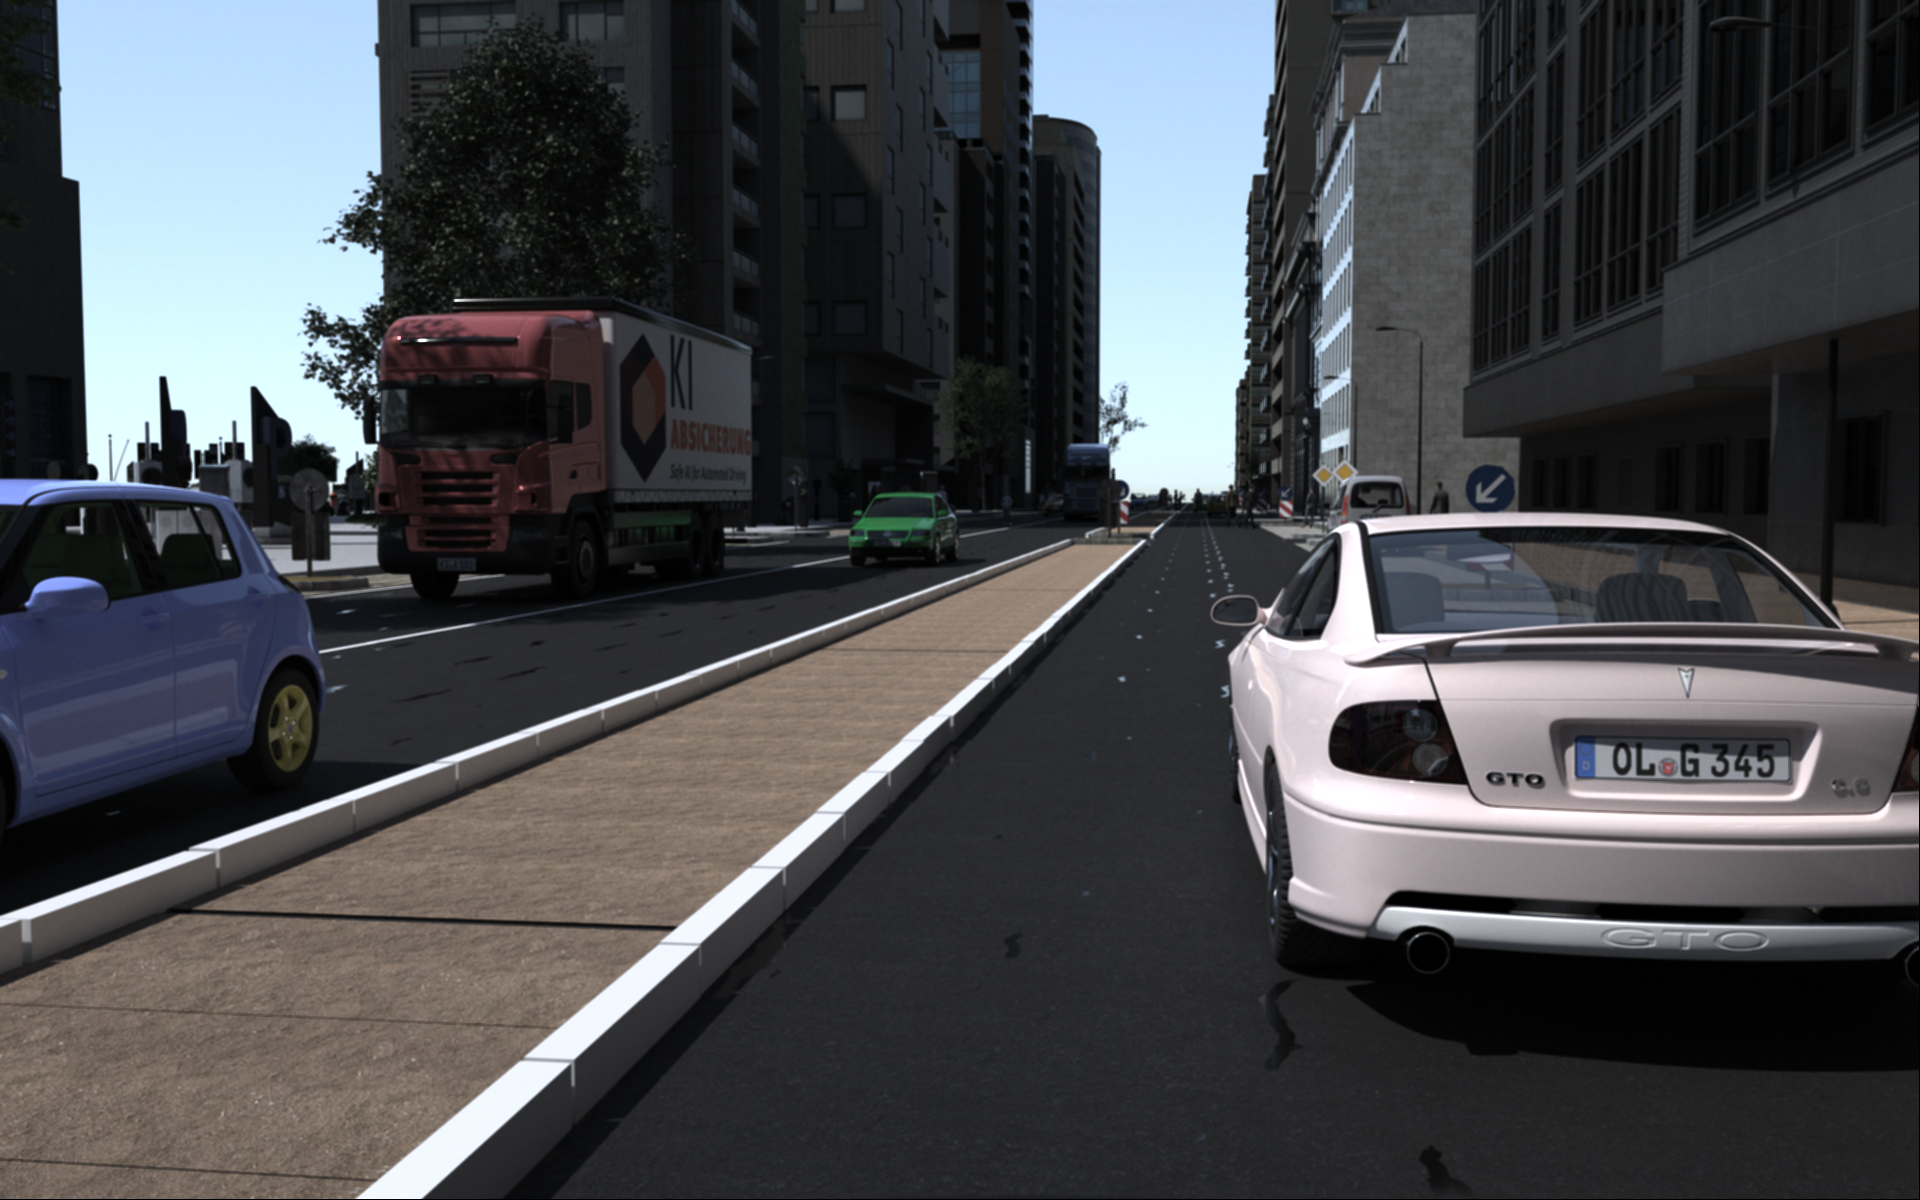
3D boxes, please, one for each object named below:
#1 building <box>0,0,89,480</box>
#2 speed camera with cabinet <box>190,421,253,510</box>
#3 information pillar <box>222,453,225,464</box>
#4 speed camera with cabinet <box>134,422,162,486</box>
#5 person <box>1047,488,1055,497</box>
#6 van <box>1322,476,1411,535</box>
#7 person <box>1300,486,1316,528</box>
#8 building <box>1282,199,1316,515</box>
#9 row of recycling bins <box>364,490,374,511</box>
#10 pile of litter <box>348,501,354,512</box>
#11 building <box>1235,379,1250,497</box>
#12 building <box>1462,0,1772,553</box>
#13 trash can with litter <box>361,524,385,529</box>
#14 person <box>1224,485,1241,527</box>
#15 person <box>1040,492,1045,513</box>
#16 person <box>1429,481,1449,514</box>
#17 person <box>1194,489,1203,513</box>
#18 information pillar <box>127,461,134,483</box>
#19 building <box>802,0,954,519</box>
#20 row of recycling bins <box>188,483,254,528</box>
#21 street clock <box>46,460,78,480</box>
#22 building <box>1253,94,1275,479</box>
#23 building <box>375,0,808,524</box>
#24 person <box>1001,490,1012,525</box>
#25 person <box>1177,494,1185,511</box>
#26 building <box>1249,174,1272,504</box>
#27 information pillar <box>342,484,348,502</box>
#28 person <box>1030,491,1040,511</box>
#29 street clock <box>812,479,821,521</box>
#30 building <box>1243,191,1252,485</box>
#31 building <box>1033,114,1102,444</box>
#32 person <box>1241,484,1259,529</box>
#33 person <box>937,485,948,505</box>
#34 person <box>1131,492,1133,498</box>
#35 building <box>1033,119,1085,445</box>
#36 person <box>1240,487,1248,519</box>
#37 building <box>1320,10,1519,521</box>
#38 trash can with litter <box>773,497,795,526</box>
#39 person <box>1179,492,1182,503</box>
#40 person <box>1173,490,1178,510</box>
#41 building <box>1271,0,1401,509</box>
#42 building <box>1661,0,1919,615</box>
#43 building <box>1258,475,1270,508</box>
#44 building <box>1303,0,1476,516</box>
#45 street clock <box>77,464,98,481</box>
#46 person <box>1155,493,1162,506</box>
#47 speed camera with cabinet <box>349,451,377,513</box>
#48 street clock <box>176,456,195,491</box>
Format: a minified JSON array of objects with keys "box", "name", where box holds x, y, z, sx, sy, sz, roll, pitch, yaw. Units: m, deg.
[{"box":[-56.015,-46.657,75.512,31.000,86.520,22.319,0,4,8],"name":"building"},{"box":[-19.531,-3.160,45.999,0.660,3.252,2.038,1,4,15],"name":"speed camera with cabinet"},{"box":[-40.793,-6.407,96.105,0.183,3.616,0.504,1,4,18],"name":"information pillar"},{"box":[-22.616,-3.207,46.776,2.038,3.252,0.660,-3,4,-37],"name":"speed camera with cabinet"},{"box":[6.552,-7.052,123.894,0.679,1.850,0.850,1,4,18],"name":"person"},{"box":[9.617,-2.070,40.852,2.013,2.044,4.112,0,4,7],"name":"van"},{"box":[14.662,-3.925,72.942,0.573,1.790,0.520,2,4,34],"name":"person"},{"box":[29.149,-16.879,117.775,13.314,21.916,24.055,0,4,8],"name":"building"},{"box":[-45.742,-7.810,134.812,1.069,1.692,3.534,1,4,13],"name":"row of recycling bins"},{"box":[-44.728,-6.888,126.584,1.719,0.858,1.176,1,4,16],"name":"pile of litter"},{"box":[57.655,-26.153,272.644,27.650,21.520,28.899,0,4,8],"name":"building"},{"box":[19.030,-14.704,33.919,14.314,27.812,24.014,0,4,8],"name":"building"},{"box":[-21.502,-3.310,65.169,2.233,1.210,1.678,2,4,24],"name":"trash can with litter"},{"box":[11.740,-4.039,74.448,0.836,1.842,0.656,3,4,38],"name":"person"},{"box":[6.088,-7.231,128.542,0.330,1.601,0.589,-2,4,-28],"name":"person"},{"box":[14.159,-2.605,51.194,0.694,1.812,0.767,-1,4,-19],"name":"person"},{"box":[17.679,-7.342,128.382,0.661,1.843,0.795,1,4,15],"name":"person"},{"box":[-58.464,-8.000,122.152,0.504,3.616,0.183,0,4,6],"name":"information pillar"},{"box":[-15.438,-31.344,101.707,28.713,52.752,27.495,0,4,8],"name":"building"},{"box":[-27.608,-3.610,66.133,3.534,1.692,1.069,-3,5,-40],"name":"row of recycling bins"},{"box":[-19.383,-2.000,37.267,0.471,2.002,0.358,2,4,26],"name":"street clock"},{"box":[44.408,-34.795,188.506,23.786,49.044,30.456,0,4,8],"name":"building"},{"box":[-14.884,-23.816,72.979,14.154,41.232,14.086,0,4,8],"name":"building"},{"box":[2.156,-4.292,80.486,0.589,1.601,0.330,3,4,39],"name":"person"},{"box":[19.125,-8.426,149.447,0.628,1.438,0.799,2,4,34],"name":"person"},{"box":[44.452,-32.994,223.042,14.154,41.232,14.086,0,4,8],"name":"building"},{"box":[-42.916,-7.118,120.870,0.304,2.012,0.304,3,4,38],"name":"information pillar"},{"box":[6.419,-8.461,147.539,0.721,1.736,1.217,-3,5,-41],"name":"person"},{"box":[-6.906,-4.835,83.626,0.358,2.002,0.471,-2,4,-35],"name":"street clock"},{"box":[51.332,-36.029,243.700,22.147,44.769,28.867,0,4,8],"name":"building"},{"box":[10.489,-44.479,269.224,21.231,58.520,28.212,0,4,8],"name":"building"},{"box":[12.025,-3.867,71.500,0.755,1.850,0.659,0,4,-4],"name":"person"},{"box":[-0.798,-4.226,77.479,0.514,1.842,0.818,0,3,0],"name":"person"},{"box":[28.632,-17.027,287.804,0.541,1.710,0.530,0,4,6],"name":"person"},{"box":[5.032,-37.004,228.709,21.300,48.544,21.600,0,4,8],"name":"building"},{"box":[16.056,-5.423,97.261,0.616,1.811,0.778,3,5,42],"name":"person"},{"box":[22.018,-13.600,77.107,10.420,20.320,16.860,0,4,8],"name":"building"},{"box":[-7.155,-3.600,70.248,1.055,1.170,0.624,2,4,35],"name":"trash can with litter"},{"box":[26.982,-12.433,212.500,0.721,1.743,1.217,0,4,1],"name":"person"},{"box":[19.088,-8.863,153.415,0.705,1.823,1.348,0,4,-6],"name":"person"},{"box":[36.397,-31.519,139.033,21.300,48.544,21.600,0,4,8],"name":"building"},{"box":[14.047,-11.471,6.620,14.314,24.678,30.058,0,4,8],"name":"building"},{"box":[44.481,-28.701,161.149,32.217,40.220,23.993,0,4,8],"name":"building"},{"box":[26.414,-18.903,94.968,13.634,28.700,20.117,0,4,8],"name":"building"},{"box":[-20.857,-2.254,41.423,0.471,2.002,0.358,1,4,21],"name":"street clock"},{"box":[24.121,-12.215,208.230,1.348,1.821,0.705,0,4,1],"name":"person"},{"box":[-27.331,-5.280,80.660,2.038,3.252,0.660,-1,4,-23],"name":"speed camera with cabinet"},{"box":[-14.834,-1.748,33.153,0.358,2.002,0.471,-2,4,-30],"name":"street clock"}]
